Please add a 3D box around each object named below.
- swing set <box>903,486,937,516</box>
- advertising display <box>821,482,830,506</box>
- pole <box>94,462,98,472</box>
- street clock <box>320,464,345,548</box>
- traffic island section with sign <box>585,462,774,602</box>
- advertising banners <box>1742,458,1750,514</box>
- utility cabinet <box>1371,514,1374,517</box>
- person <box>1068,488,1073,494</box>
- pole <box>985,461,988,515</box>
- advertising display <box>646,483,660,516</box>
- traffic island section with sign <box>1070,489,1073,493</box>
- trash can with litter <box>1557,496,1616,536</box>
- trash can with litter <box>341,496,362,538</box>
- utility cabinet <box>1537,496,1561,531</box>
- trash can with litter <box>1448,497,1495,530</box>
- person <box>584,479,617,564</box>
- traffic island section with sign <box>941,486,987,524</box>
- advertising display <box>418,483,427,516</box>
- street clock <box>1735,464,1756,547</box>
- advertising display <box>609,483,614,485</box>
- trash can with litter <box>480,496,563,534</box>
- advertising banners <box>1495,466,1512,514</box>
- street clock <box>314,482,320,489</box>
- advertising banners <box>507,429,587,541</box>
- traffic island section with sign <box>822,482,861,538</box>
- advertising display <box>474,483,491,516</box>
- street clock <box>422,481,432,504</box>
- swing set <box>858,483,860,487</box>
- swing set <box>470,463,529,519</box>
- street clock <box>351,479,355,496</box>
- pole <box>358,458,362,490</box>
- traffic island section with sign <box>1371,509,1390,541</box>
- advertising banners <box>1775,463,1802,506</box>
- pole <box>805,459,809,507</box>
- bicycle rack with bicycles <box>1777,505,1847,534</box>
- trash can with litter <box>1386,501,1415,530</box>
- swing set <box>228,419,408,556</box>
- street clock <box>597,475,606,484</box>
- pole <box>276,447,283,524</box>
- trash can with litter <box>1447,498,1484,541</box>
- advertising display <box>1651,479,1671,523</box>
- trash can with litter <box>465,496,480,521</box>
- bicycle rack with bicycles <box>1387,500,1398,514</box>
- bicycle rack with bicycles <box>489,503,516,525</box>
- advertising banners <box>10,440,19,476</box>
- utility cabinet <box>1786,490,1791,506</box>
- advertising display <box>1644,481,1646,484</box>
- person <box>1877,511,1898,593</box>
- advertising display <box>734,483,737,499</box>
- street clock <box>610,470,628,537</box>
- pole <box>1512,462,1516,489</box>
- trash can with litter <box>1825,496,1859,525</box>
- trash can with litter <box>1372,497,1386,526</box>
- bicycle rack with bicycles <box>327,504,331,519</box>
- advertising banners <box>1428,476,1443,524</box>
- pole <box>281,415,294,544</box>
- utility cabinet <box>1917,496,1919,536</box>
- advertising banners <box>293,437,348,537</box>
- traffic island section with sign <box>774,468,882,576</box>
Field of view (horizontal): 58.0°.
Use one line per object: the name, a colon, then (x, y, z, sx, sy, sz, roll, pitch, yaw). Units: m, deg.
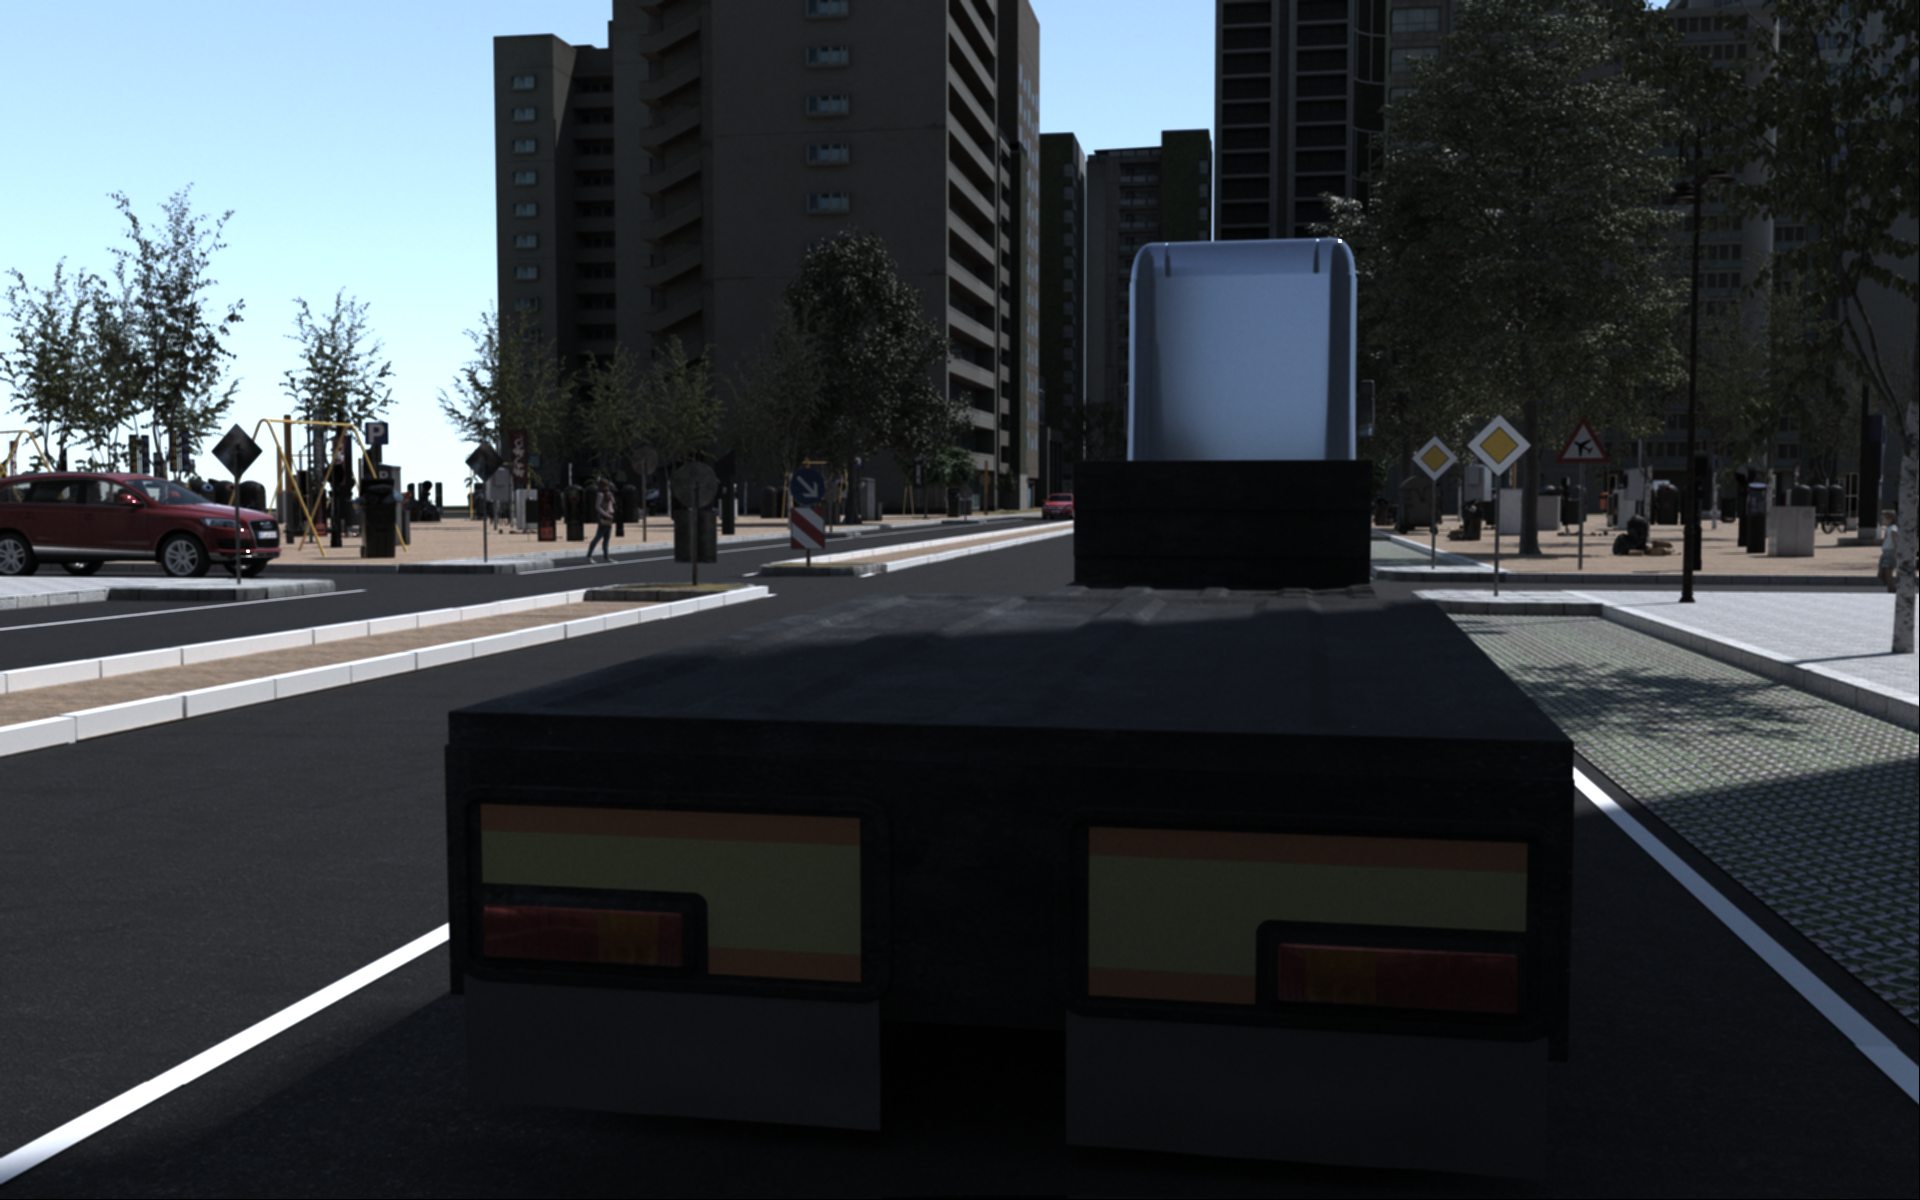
swing set: (-1.862, -6.546, 104.651, 3.119, 2.851, 2.862, 1, 4, 10)
advertising display: (-7.427, -5.570, 96.290, 0.123, 1.923, 0.974, -3, 4, -36)
pole: (-54.169, -7.020, 108.623, 0.158, 3.312, 0.155, 0, 3, 0)
street clock: (-14.973, -2.260, 41.521, 0.358, 2.002, 0.471, 1, 4, 15)
traffic island section with sign: (-3.839, -0.958, 23.802, 2.006, 1.907, 1.989, 1, 4, 10)
advertising banners: (33.726, -4.774, 74.241, 0.090, 3.025, 2.074, 2, 4, 31)
utility cabinet: (22.576, -5.332, 95.864, 0.318, 1.500, 1.173, 0, 4, -4)
person: (7.319, -6.563, 115.770, 1.348, 1.831, 0.705, 0, 4, -6)
pole: (1.598, -6.817, 105.305, 0.158, 3.312, 0.155, 0, 3, 0)
advertising display: (-18.061, -5.894, 101.573, 0.974, 1.923, 0.123, -3, 4, -39)
traffic island section with sign: (8.755, -7.611, 133.061, 1.989, 1.847, 2.006, 1, 4, 10)
trash can with litter: (19.301, -2.580, 53.247, 2.233, 1.210, 1.678, -1, 4, -10)
trash can with litter: (-17.658, -2.474, 51.505, 1.678, 1.210, 2.233, 2, 4, 35)
utility cabinet: (20.650, -3.056, 61.134, 1.020, 1.237, 0.306, 3, 5, 43)
trash can with litter: (18.848, -3.173, 62.941, 1.678, 1.210, 2.233, -3, 5, -42)
person: (-7.424, -1.631, 35.751, 0.643, 1.750, 0.593, 0, 4, -3)
traffic island section with sign: (0.245, -4.593, 83.731, 1.989, 1.847, 2.006, 1, 4, 10)
advertising display: (-30.861, -5.771, 99.563, 0.123, 1.923, 0.974, 0, 4, 8)
street clock: (19.135, -2.304, 42.237, 0.358, 2.002, 0.471, -1, 4, -15)
advertising display: (-19.234, -5.605, 96.857, 0.974, 1.923, 0.123, -3, 4, -38)
trash can with litter: (-14.252, -2.763, 56.236, 2.233, 1.210, 1.678, -1, 4, -21)
advertising banners: (30.691, -6.222, 97.919, 2.074, 3.025, 0.090, -3, 4, -36)
street clock: (-34.036, -5.337, 91.827, 0.471, 2.002, 0.358, 1, 4, 10)
advertising banners: (-11.206, -3.110, 47.035, 2.074, 3.025, 0.090, 0, 4, -7)
traffic island section with sign: (-4.337, -2.969, 57.167, 1.989, 1.847, 2.006, 1, 4, 10)
advertising display: (-27.364, -5.754, 99.294, 0.974, 1.923, 0.123, -3, 4, -36)
street clock: (-28.788, -5.449, 93.668, 0.471, 2.002, 0.358, 0, 4, 1)
swing set: (-7.178, -6.707, 107.285, 2.862, 2.851, 3.119, 1, 4, 15)
swing set: (-23.379, -5.500, 87.548, 3.119, 2.851, 2.862, -1, 4, -15)
street clock: (-26.404, -4.301, 74.898, 0.358, 2.002, 0.471, 2, 4, 32)
pole: (-33.904, -6.367, 97.935, 0.158, 3.312, 0.155, 0, 3, 0)
traffic island section with sign: (12.308, -2.766, 53.846, 1.989, 1.847, 2.006, 1, 4, 10)
advertising banners: (46.675, -6.231, 98.068, 0.090, 3.025, 2.074, -2, 4, -31)
pole: (-7.748, -5.745, 87.769, 0.158, 3.312, 0.155, 0, 3, 0)
bicycle rack with bicycles: (27.894, -2.658, 56.834, 2.925, 0.926, 2.852, -1, 4, -18)
trash can with litter: (15.736, -3.055, 61.333, 0.624, 1.170, 1.055, -1, 4, -14)
swing set: (-14.035, -2.419, 37.176, 2.862, 2.851, 3.119, 1, 4, 17)
street clock: (-13.853, -3.820, 67.032, 0.358, 2.002, 0.471, -2, 4, -28)
pole: (-29.159, -4.919, 74.264, 0.158, 3.312, 0.155, 0, 3, 0)
trash can with litter: (13.932, -2.230, 47.855, 0.624, 1.170, 1.055, -3, 4, -36)
advertising display: (30.840, -4.348, 76.299, 0.974, 1.923, 0.123, -1, 4, -17)
trash can with litter: (-23.598, -4.480, 84.312, 1.678, 1.210, 2.233, 0, 4, -1)
bicycle rack with bicycles: (25.356, -5.332, 100.555, 2.925, 0.926, 2.852, -1, 4, -20)
bicycle rack with bicycles: (-18.374, -3.592, 72.110, 2.852, 0.926, 2.925, -1, 4, -17)
advertising banners: (-30.977, -3.661, 56.045, 0.090, 3.025, 2.074, 0, 4, 0)
utility cabinet: (44.950, -5.164, 93.117, 1.173, 1.500, 0.318, -2, 4, -24)
advertising display: (33.152, -4.771, 83.219, 0.123, 1.923, 0.974, -1, 4, -15)
person: (12.409, -0.579, 22.986, 0.382, 1.210, 0.505, 1, 4, 14)
advertising display: (-13.067, -5.730, 98.907, 0.123, 1.923, 0.974, 2, 4, 30)
street clock: (-10.243, -2.906, 52.090, 0.471, 2.002, 0.358, -3, 5, -41)
pole: (26.936, -5.529, 84.244, 0.158, 3.312, 0.155, 0, 3, 0)
trash can with litter: (36.699, -3.717, 71.829, 2.233, 1.210, 1.678, 2, 4, 35)
trash can with litter: (17.077, -3.578, 69.895, 1.055, 1.170, 0.624, -3, 5, -43)
bicycle rack with bicycles: (-31.613, -4.747, 90.998, 2.925, 0.926, 2.852, 2, 4, 32)
advertising banners: (20.320, -4.766, 74.104, 0.090, 3.025, 2.074, 0, 4, -1)
pole: (-17.267, -3.101, 44.543, 0.158, 3.312, 0.155, 0, 3, 0)
utility cabinet: (29.177, -2.525, 52.450, 1.020, 1.237, 0.306, 2, 4, 33)
advertising banners: (-19.449, -3.441, 52.449, 0.090, 3.025, 2.074, 3, 5, 40)
traffic island section with sign: (-2.569, -1.404, 31.100, 2.006, 1.907, 1.989, 1, 4, 10)
